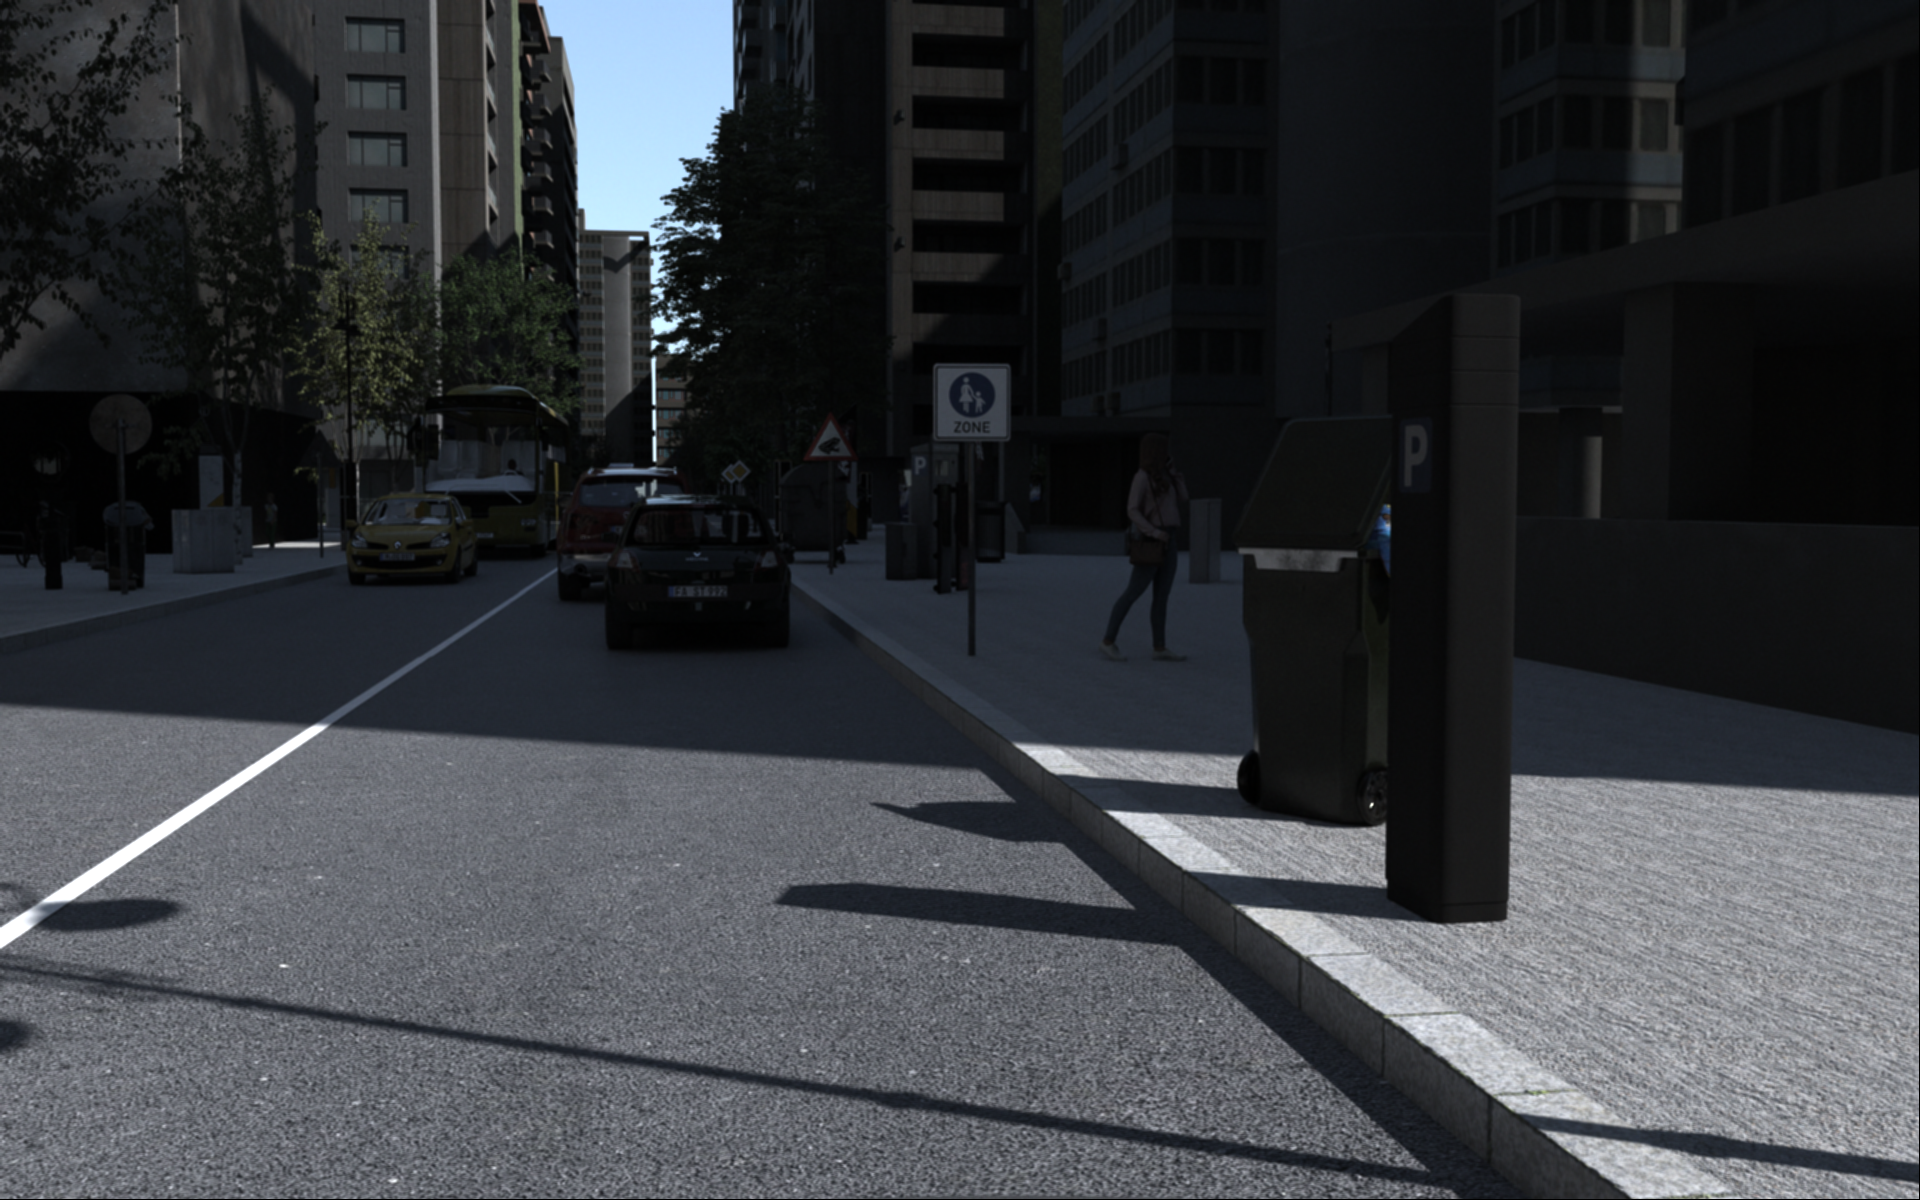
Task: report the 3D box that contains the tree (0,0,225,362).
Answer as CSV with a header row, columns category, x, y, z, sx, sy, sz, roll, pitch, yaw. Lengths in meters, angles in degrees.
category,x,y,z,sx,sy,sz,roll,pitch,yaw
tree,-10.211,-4.141,18.076,4.360,8.622,3.978,0,3,0

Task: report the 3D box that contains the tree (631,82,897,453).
category,x,y,z,sx,sy,sz,roll,pitch,yaw
tree,-5.429,-7.982,48.639,7.486,12.596,7.792,0,3,0

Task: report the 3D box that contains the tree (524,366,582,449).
category,x,y,z,sx,sy,sz,roll,pitch,yaw
tree,-23.326,-8.939,96.514,4.737,8.622,4.395,0,3,0

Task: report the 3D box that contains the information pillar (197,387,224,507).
category,x,y,z,sx,sy,sz,roll,pitch,yaw
information pillar,-16.143,-2.810,37.295,0.504,3.616,0.183,-1,4,-14

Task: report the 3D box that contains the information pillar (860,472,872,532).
category,x,y,z,sx,sy,sz,roll,pitch,yaw
information pillar,-3.205,-3.338,59.065,0.304,2.012,0.304,2,4,28

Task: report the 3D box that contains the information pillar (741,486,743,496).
category,x,y,z,sx,sy,sz,roll,pitch,yaw
information pillar,-9.253,-5.030,73.591,0.183,3.616,0.504,0,4,-7

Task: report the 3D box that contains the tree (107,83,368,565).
category,x,y,z,sx,sy,sz,roll,pitch,yaw
tree,-13.213,-4.954,31.366,4.737,8.622,4.395,0,3,0

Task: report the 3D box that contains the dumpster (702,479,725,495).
category,x,y,z,sx,sy,sz,roll,pitch,yaw
dumpster,-16.257,-6.851,114.509,1.502,2.255,1.985,-1,4,-9

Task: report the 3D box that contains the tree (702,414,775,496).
category,x,y,z,sx,sy,sz,roll,pitch,yaw
tree,-8.976,-5.314,70.605,4.285,4.588,4.351,0,3,0

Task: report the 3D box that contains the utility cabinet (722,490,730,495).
category,x,y,z,sx,sy,sz,roll,pitch,yaw
utility cabinet,-12.867,-5.288,95.131,0.318,1.500,1.173,0,4,-2

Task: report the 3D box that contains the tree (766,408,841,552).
category,x,y,z,sx,sy,sz,roll,pitch,yaw
tree,-3.583,-2.725,39.156,1.663,3.219,1.824,0,3,0

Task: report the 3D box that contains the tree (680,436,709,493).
category,x,y,z,sx,sy,sz,roll,pitch,yaw
tree,-31.167,-15.610,205.583,4.737,8.622,4.395,0,3,0

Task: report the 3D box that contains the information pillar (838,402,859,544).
category,x,y,z,sx,sy,sz,roll,pitch,yaw
information pillar,-2.857,-3.234,44.225,0.504,3.616,0.183,-1,4,-21

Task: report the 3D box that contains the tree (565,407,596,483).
category,x,y,z,sx,sy,sz,roll,pitch,yaw
tree,-30.337,-11.144,132.570,4.360,8.622,3.978,0,3,0

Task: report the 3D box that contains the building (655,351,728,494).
category,x,y,z,sx,sy,sz,roll,pitch,yaw
building,-27.540,-24.220,241.033,28.899,21.520,27.650,-1,4,-9

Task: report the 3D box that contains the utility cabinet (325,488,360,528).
category,x,y,z,sx,sy,sz,roll,pitch,yaw
utility cabinet,-23.057,-3.423,64.647,1.173,1.500,0.318,-3,5,-43

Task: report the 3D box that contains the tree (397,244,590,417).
category,x,y,z,sx,sy,sz,roll,pitch,yaw
tree,-19.544,-9.016,73.166,9.928,11.665,9.643,0,3,0

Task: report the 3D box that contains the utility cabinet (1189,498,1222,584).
category,x,y,z,sx,sy,sz,roll,pitch,yaw
utility cabinet,3.568,-0.861,25.236,0.306,1.237,1.020,1,4,18

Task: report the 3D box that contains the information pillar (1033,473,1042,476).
category,x,y,z,sx,sy,sz,roll,pitch,yaw
information pillar,2.697,-3.410,60.248,0.304,2.012,0.304,0,4,2

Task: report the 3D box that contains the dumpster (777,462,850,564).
category,x,y,z,sx,sy,sz,roll,pitch,yaw
dumpster,-2.738,-1.633,32.457,1.264,1.857,1.865,-1,4,-10

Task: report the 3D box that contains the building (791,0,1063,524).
category,x,y,z,sx,sy,sz,roll,pitch,yaw
building,-0.035,-18.733,77.986,14.107,30.474,14.160,-1,4,-9

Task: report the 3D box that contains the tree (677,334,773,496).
category,x,y,z,sx,sy,sz,roll,pitch,yaw
tree,-9.831,-7.756,77.167,4.360,8.622,3.978,0,3,0

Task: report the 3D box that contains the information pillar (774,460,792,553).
category,x,y,z,sx,sy,sz,roll,pitch,yaw
information pillar,-3.823,-2.019,37.497,0.304,2.012,0.304,-2,4,-26

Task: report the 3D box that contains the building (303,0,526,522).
category,x,y,z,sx,sy,sz,roll,pitch,yaw
building,-29.091,-24.501,84.182,14.154,41.232,14.086,-1,4,-9

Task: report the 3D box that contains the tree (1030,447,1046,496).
category,x,y,z,sx,sy,sz,roll,pitch,yaw
tree,3.391,-4.672,70.989,1.663,3.219,1.824,0,3,0

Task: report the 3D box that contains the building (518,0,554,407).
category,x,y,z,sx,sy,sz,roll,pitch,yaw
building,-46.957,-30.285,149.777,22.147,44.769,28.867,-1,4,-9

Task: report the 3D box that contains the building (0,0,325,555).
category,x,y,z,sx,sy,sz,roll,pitch,yaw
building,-26.096,-10.764,43.451,16.811,18.784,16.820,-1,4,-9

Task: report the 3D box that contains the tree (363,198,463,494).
category,x,y,z,sx,sy,sz,roll,pitch,yaw
tree,-15.272,-5.708,43.686,4.737,8.622,4.395,0,3,0

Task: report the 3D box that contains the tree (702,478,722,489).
category,x,y,z,sx,sy,sz,roll,pitch,yaw
tree,-20.631,-9.248,145.801,1.663,3.219,1.824,0,3,0

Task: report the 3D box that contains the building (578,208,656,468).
category,x,y,z,sx,sy,sz,roll,pitch,yaw
building,-54.141,-33.398,237.942,23.993,40.220,32.217,-1,4,-9

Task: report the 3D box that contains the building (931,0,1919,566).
category,x,y,z,sx,sy,sz,roll,pitch,yaw
building,15.966,-21.604,45.114,32.217,40.220,23.993,-1,4,-9

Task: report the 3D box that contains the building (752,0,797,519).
category,x,y,z,sx,sy,sz,roll,pitch,yaw
building,-0.653,-40.030,92.735,20.563,71.187,20.611,-1,4,-9

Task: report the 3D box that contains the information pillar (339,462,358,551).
category,x,y,z,sx,sy,sz,roll,pitch,yaw
information pillar,-13.868,-2.129,39.299,0.304,2.012,0.304,-3,5,-40

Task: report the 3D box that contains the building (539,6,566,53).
category,x,y,z,sx,sy,sz,roll,pitch,yaw
building,-50.343,-33.766,175.781,21.300,48.544,21.600,-1,4,-9

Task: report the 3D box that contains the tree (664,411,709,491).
category,x,y,z,sx,sy,sz,roll,pitch,yaw
tree,-33.286,-17.754,216.038,9.928,11.665,9.643,0,3,0

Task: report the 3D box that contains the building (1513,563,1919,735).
category,x,y,z,sx,sy,sz,roll,pitch,yaw
building,20.507,-19.671,13.495,32.217,40.220,23.993,-1,4,-9

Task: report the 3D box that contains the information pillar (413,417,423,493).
category,x,y,z,sx,sy,sz,roll,pitch,yaw
information pillar,-16.453,-3.763,52.877,0.183,3.616,0.504,3,4,36

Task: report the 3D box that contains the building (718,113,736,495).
category,x,y,z,sx,sy,sz,roll,pitch,yaw
building,-16.471,-33.285,198.829,22.147,44.769,28.867,-1,4,-9

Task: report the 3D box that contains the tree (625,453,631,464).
category,x,y,z,sx,sy,sz,roll,pitch,yaw
tree,-41.485,-15.643,206.119,4.360,8.622,3.978,0,3,0

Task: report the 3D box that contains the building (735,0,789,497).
category,x,y,z,sx,sy,sz,roll,pitch,yaw
building,-4.831,-31.012,126.648,23.786,49.044,30.456,-1,4,-9

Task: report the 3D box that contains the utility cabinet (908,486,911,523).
category,x,y,z,sx,sy,sz,roll,pitch,yaw
utility cabinet,-0.674,-2.085,42.766,1.173,1.500,0.318,1,4,16

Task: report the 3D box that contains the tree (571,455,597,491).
category,x,y,z,sx,sy,sz,roll,pitch,yaw
tree,-30.349,-9.468,138.508,4.285,4.588,4.351,0,3,0

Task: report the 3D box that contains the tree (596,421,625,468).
category,x,y,z,sx,sy,sz,roll,pitch,yaw
tree,-35.667,-13.439,170.090,4.360,8.622,3.978,0,3,0

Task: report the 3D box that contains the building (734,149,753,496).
category,x,y,z,sx,sy,sz,roll,pitch,yaw
building,-12.359,-23.059,148.710,14.160,30.474,14.107,-1,4,-9

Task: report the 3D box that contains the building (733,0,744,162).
category,x,y,z,sx,sy,sz,roll,pitch,yaw
building,-11.584,-38.427,170.278,21.231,58.520,28.212,-1,4,-9
